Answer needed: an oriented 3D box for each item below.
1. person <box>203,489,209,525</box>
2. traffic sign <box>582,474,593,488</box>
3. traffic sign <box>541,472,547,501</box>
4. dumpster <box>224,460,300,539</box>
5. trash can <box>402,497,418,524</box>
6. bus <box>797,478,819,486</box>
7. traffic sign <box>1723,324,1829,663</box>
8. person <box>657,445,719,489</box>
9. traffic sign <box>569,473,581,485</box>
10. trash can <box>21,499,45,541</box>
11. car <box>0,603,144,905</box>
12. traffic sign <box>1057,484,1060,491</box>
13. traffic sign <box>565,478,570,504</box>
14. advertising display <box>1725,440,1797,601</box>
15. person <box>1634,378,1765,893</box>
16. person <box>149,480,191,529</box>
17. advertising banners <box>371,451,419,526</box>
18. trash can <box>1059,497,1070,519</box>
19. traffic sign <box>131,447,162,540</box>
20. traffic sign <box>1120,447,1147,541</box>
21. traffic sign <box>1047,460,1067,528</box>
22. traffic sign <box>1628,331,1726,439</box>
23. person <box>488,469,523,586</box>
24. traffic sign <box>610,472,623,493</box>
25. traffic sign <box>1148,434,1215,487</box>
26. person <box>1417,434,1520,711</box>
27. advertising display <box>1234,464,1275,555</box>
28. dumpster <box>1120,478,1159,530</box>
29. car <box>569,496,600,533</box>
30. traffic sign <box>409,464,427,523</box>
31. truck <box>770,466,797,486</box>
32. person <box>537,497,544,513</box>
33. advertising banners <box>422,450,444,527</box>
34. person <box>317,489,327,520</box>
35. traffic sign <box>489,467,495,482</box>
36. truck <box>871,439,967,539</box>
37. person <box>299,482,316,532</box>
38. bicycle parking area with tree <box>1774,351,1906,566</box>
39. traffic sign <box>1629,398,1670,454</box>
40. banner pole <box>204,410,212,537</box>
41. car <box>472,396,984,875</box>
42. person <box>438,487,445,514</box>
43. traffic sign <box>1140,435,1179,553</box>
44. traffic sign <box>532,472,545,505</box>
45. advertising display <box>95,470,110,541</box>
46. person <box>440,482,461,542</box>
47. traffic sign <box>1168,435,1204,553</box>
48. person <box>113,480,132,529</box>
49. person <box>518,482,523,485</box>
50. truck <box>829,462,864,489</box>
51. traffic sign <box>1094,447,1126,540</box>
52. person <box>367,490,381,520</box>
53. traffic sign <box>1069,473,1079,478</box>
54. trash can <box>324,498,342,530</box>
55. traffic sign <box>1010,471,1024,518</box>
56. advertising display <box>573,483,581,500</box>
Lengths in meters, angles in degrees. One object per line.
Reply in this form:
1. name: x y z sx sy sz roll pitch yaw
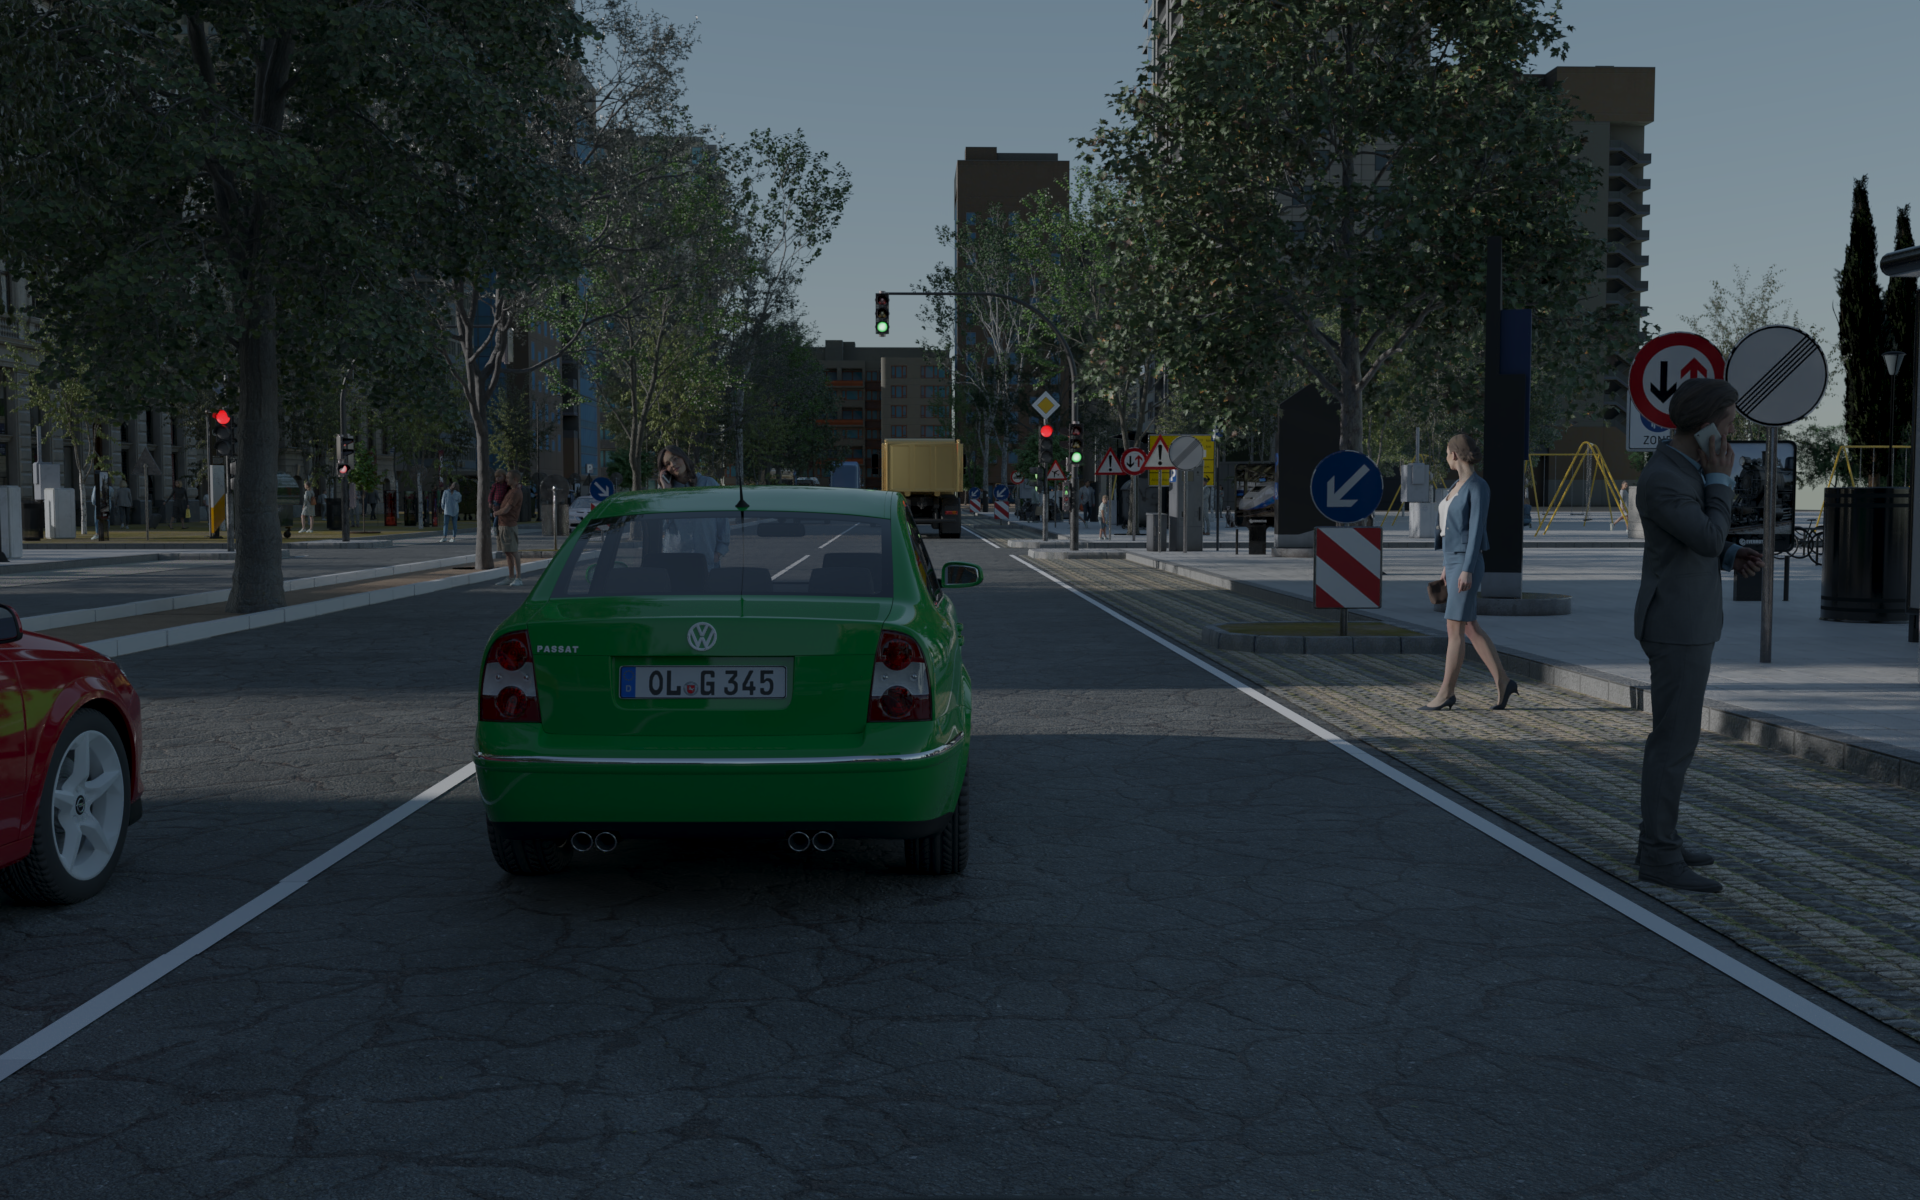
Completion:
1. person: -31.076 -3.865 71.825 0.523 1.515 0.503 1 4 16
2. traffic sign: -23.792 -6.794 111.093 0.884 2.594 0.081 0 4 7
3. traffic sign: -24.567 -6.218 101.764 0.768 2.556 0.104 0 4 3
4. dumpster: -19.926 -2.872 49.458 1.502 2.255 1.985 0 4 -2
5. trash can: -23.725 -3.867 74.876 0.748 1.137 0.748 0 3 0
6. bus: -16.960 -11.897 189.376 2.948 3.499 13.247 0 4 -2
7. traffic sign: 6.135 -0.796 13.113 0.768 2.556 0.104 0 4 3
8. person: -1.954 -0.246 12.795 0.793 1.790 0.793 -3 5 -41
9. traffic sign: -23.297 -6.404 104.816 0.768 2.556 0.104 0 4 5
10. trash can: -25.430 -2.185 47.386 0.748 1.137 0.748 0 3 0
11. car: -3.919 0.261 4.769 2.155 1.783 4.494 0 4 -1
12. traffic sign: 5.630 -6.129 100.320 0.768 2.556 0.104 0 4 0
13. traffic sign: -25.524 -6.721 112.022 0.606 2.300 0.079 0 4 3
14. advertising display: 9.486 -0.950 20.740 0.974 1.923 0.123 0 4 1
15. person: 2.715 0.118 6.377 0.447 1.846 0.655 1 4 21
16. person: -28.968 -3.499 63.471 1.509 1.804 0.699 1 4 11
17. advertising banners: -22.744 -4.465 69.196 2.074 3.025 0.090 -1 4 -10
18. trash can: 5.329 -4.648 87.648 0.748 1.137 0.748 0 3 0
19. traffic sign: -22.661 -2.951 48.247 0.884 2.594 0.081 0 4 1
20. traffic sign: 4.756 -2.886 47.292 0.768 2.556 0.104 0 4 1
21. traffic sign: 3.633 -4.031 65.908 0.884 2.594 0.081 0 4 4
22. traffic sign: 5.629 -0.829 13.660 0.768 2.556 0.104 0 4 5
23. person: -7.087 -1.141 27.138 0.580 1.828 0.573 1 4 9
24. traffic sign: -20.170 -6.211 101.648 0.768 2.556 0.104 0 4 5
25. traffic sign: 7.533 -3.979 58.923 2.265 3.308 0.079 0 4 2
26. person: 3.349 -0.173 11.357 0.654 1.822 0.581 1 4 15
27. advertising display: 6.295 -1.921 36.624 0.974 1.923 0.123 0 4 5
28. dumpster: 6.521 -3.471 62.517 1.264 1.857 1.865 0 4 -2
29. car: -13.879 -3.263 65.709 2.083 1.381 4.827 0 4 -3
30. traffic sign: -22.989 -4.489 73.505 0.768 2.556 0.104 0 4 0
31. truck: -17.883 -11.390 175.146 2.839 4.237 11.283 0 4 -3
32. person: -27.450 -6.589 113.625 0.795 1.843 0.661 0 4 2
33. advertising banners: -20.610 -4.382 67.833 0.090 3.025 2.074 0 4 7
34. person: -31.219 -4.666 84.920 0.503 1.515 0.523 0 4 5
35. traffic sign: -21.721 -4.861 79.577 0.768 2.556 0.104 0 4 7
36. truck: -1.358 -3.881 59.376 3.469 3.379 9.791 0 4 -2
37. person: -21.812 -3.117 58.008 0.522 1.701 0.512 1 4 10
38. bicycle parking area with tree: 18.709 -2.773 32.346 9.016 4.147 8.231 1 4 18
39. traffic sign: 6.789 -0.905 16.932 0.606 2.300 0.079 0 4 -2
40. banner pole: -22.229 -3.751 51.343 0.401 3.779 0.863 -2 4 -29
41. car: -0.858 0.056 7.889 1.959 1.807 4.718 0 4 0
42. person: -33.041 -6.372 110.442 0.699 1.804 1.509 -1 4 -20
43. traffic sign: 4.376 -2.319 37.913 0.884 2.594 0.081 0 4 6
44. traffic sign: -24.388 -6.116 100.099 0.768 2.556 0.104 0 4 4
45. advertising display: -23.427 -2.576 47.328 0.123 1.923 0.974 -1 4 -13
46. person: -15.257 -2.636 51.871 0.793 1.790 0.793 2 4 35
47. traffic sign: 4.896 -2.293 37.591 0.768 2.556 0.104 0 4 2
48. person: -30.869 -3.519 63.767 0.709 1.800 0.728 -1 4 -21
49. person: -21.358 -4.803 84.349 0.755 1.850 0.659 -2 4 -34
50. truck: -9.556 -9.080 138.222 2.967 4.110 18.799 0 4 0
51. traffic sign: 4.171 -2.942 48.107 0.884 2.594 0.081 0 4 1
52. person: -29.123 -4.874 86.128 0.661 1.777 0.834 1 4 11
53. traffic sign: 6.279 -5.957 97.127 0.795 2.593 0.064 0 4 -1
54. trash can: -22.164 -3.046 61.462 0.748 1.137 0.748 0 3 0
55. traffic sign: 3.026 -5.563 91.065 0.768 2.556 0.104 0 4 3
56. advertising display: -21.883 -5.732 98.934 0.123 1.923 0.974 0 4 7
